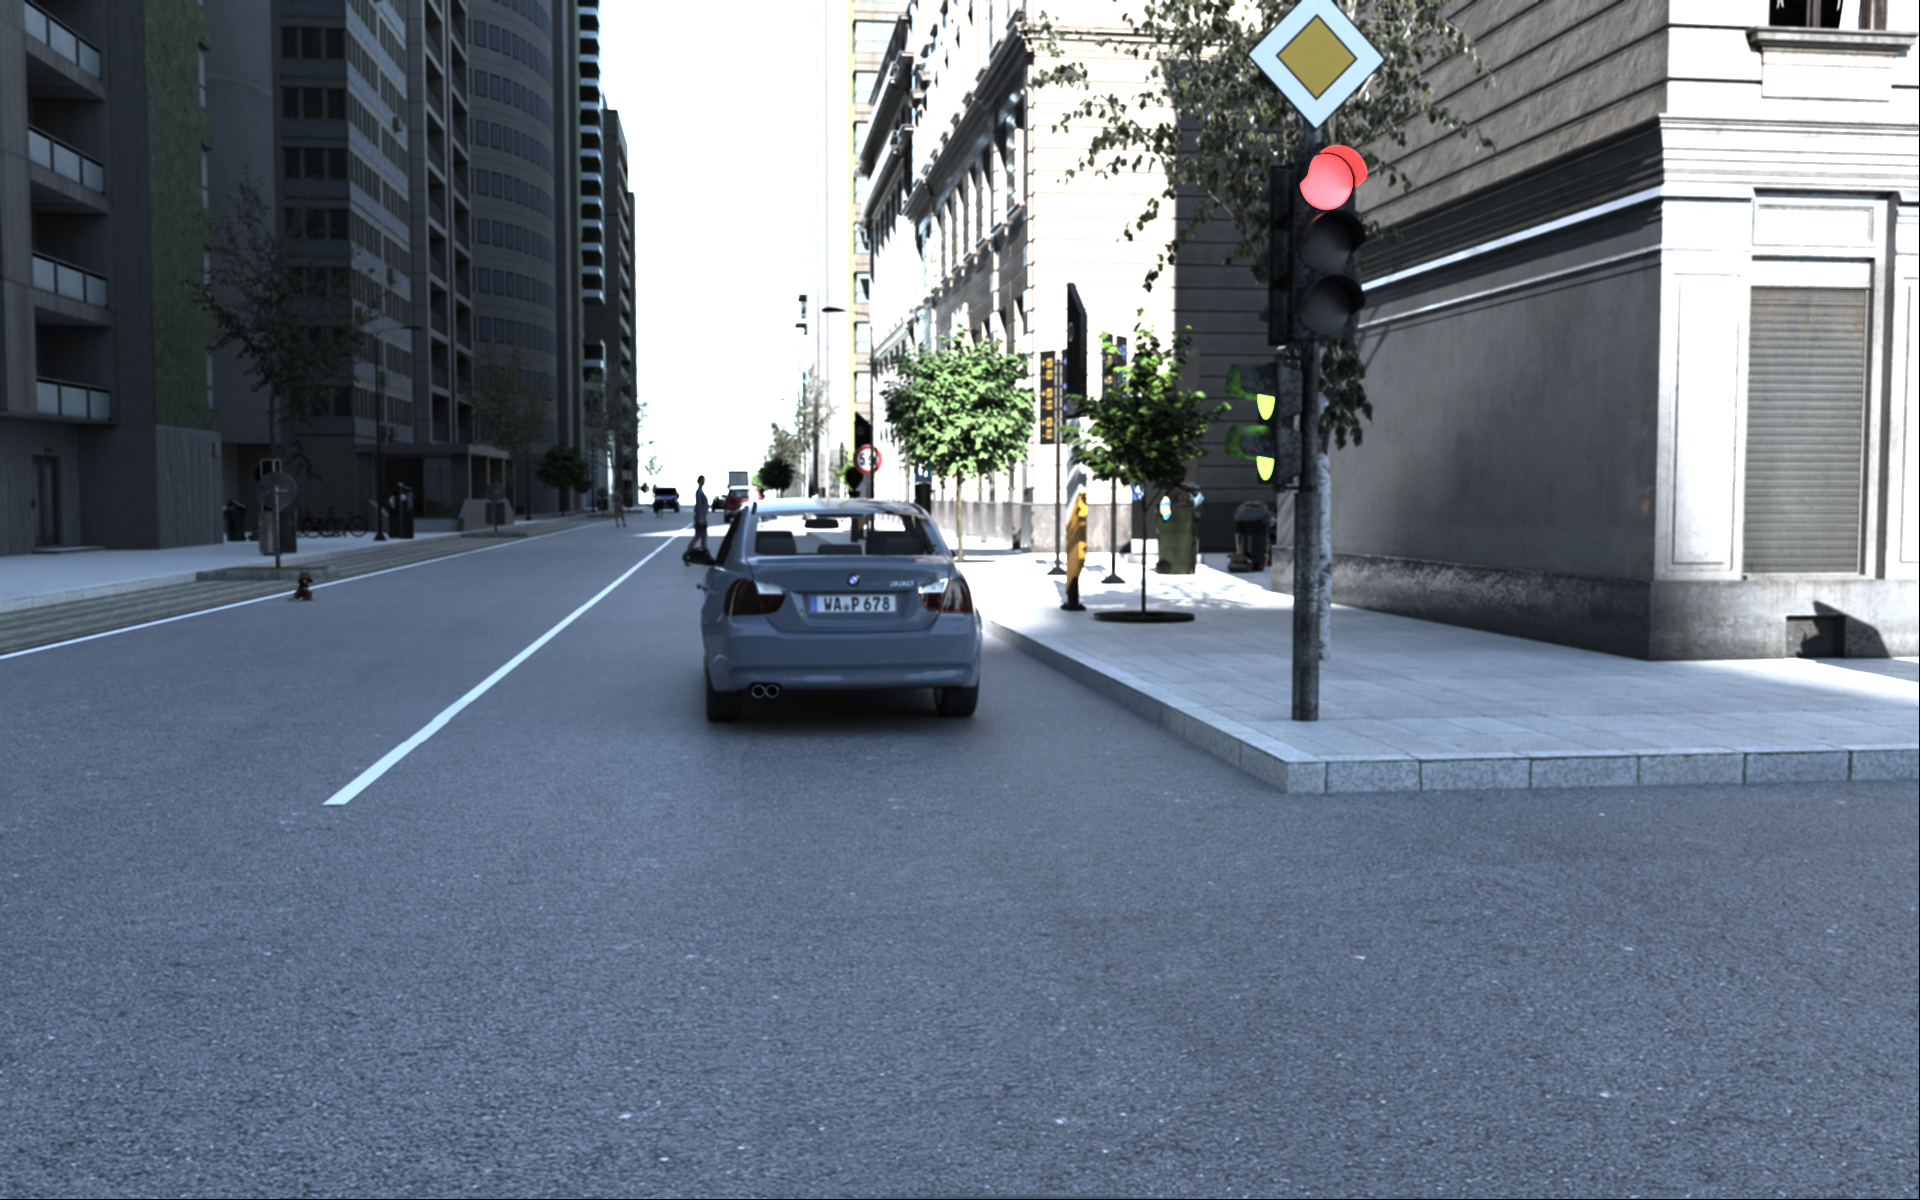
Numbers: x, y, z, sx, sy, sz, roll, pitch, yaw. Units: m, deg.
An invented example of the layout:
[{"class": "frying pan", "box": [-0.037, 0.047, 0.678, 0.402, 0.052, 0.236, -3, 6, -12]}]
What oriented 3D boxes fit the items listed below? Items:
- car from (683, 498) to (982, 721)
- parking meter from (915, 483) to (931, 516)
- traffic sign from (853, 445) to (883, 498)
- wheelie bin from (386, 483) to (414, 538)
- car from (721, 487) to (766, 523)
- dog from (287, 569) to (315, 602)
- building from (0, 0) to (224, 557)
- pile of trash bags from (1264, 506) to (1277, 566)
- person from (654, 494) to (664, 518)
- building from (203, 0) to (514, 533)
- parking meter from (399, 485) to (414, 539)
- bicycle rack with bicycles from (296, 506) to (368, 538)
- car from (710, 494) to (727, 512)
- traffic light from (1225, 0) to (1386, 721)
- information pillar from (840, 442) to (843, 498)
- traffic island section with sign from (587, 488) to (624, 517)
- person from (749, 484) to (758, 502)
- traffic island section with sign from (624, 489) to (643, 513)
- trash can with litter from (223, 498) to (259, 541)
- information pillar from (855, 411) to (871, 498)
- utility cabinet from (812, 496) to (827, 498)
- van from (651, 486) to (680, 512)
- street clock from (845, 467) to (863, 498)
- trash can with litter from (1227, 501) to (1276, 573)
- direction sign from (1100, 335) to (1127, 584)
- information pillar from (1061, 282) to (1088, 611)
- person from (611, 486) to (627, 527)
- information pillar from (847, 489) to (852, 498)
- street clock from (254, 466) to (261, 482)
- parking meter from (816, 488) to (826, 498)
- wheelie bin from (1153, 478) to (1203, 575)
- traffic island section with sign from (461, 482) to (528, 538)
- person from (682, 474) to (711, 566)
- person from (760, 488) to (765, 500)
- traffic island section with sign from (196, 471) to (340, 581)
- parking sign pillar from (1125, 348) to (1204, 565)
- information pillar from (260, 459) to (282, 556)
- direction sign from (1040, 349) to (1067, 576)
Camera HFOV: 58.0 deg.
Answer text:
[{"class": "car", "box": [-0.953, -0.019, 12.312, 2.014, 1.417, 4.499, -1, 4, -9]}, {"class": "parking meter", "box": [-0.839, -1.876, 39.079, 0.372, 1.533, 0.369, 0, 3, 0]}, {"class": "traffic sign", "box": [-2.387, -2.737, 44.861, 0.768, 2.556, 0.104, 0, 4, -4]}, {"class": "wheelie bin", "box": [-16.436, -2.628, 50.884, 0.693, 1.594, 0.980, 0, 4, -4]}, {"class": "car", "box": [-11.073, -4.897, 88.732, 2.281, 1.827, 5.304, 0, 4, -8]}, {"class": "dog", "box": [-8.971, -0.199, 23.454, 0.550, 0.427, 0.748, 1, 4, 20]}, {"class": "building", "box": [-25.176, -21.555, 36.025, 14.154, 41.232, 14.086, 0, 4, -8]}, {"class": "pile of trash bags", "box": [7.075, -1.267, 30.471, 3.447, 1.369, 1.912, 0, 4, 7]}, {"class": "person", "box": [-18.298, -5.707, 105.006, 0.799, 1.438, 0.628, 1, 4, 18]}, {"class": "building", "box": [-33.681, -22.647, 62.154, 32.217, 40.220, 23.993, 0, 4, -8]}, {"class": "parking meter", "box": [-15.897, -2.528, 49.744, 0.372, 1.533, 0.369, 0, 3, 0]}, {"class": "bicycle rack with bicycles", "box": [-19.152, -2.333, 51.520, 2.925, 0.926, 2.852, -2, 4, -25]}, {"class": "car", "box": [-19.122, -7.921, 139.299, 2.009, 1.686, 4.222, -1, 4, -9]}, {"class": "traffic light", "box": [1.942, -1.272, 9.726, 0.839, 4.253, 0.868, 0, 4, -8]}, {"class": "information pillar", "box": [-5.321, -5.290, 77.841, 0.183, 3.616, 0.504, -1, 4, -10]}, {"class": "traffic island section with sign", "box": [-22.015, -6.022, 107.087, 1.989, 1.847, 2.006, 0, 4, -8]}, {"class": "person", "box": [-8.699, -3.968, 73.244, 0.748, 1.841, 0.638, 3, 5, 40]}, {"class": "traffic island section with sign", "box": [-25.629, -7.688, 134.321, 1.989, 1.847, 2.006, 0, 4, -8]}, {"class": "trash can with litter", "box": [-19.511, -2.190, 47.200, 1.055, 1.170, 0.624, -3, 5, -40]}, {"class": "information pillar", "box": [-2.746, -3.523, 48.959, 0.504, 3.616, 0.183, -1, 4, -16]}, {"class": "utility cabinet", "box": [-5.558, -3.508, 68.511, 0.306, 1.237, 1.020, 1, 4, 13]}, {"class": "van", "box": [-23.218, -8.113, 137.034, 2.240, 2.365, 5.245, 0, 4, -7]}, {"class": "street clock", "box": [-2.820, -2.549, 46.240, 0.471, 2.002, 0.358, -1, 4, -9]}, {"class": "trash can with litter", "box": [4.792, -1.053, 28.601, 0.624, 1.170, 1.055, 2, 4, 24]}, {"class": "direction sign", "box": [2.199, -2.002, 24.723, 0.379, 3.537, 0.876, 2, 4, 27]}, {"class": "information pillar", "box": [1.274, -1.691, 19.003, 0.183, 3.616, 0.504, -1, 4, -14]}, {"class": "person", "box": [-14.737, -4.037, 74.842, 0.599, 1.781, 0.374, 1, 4, 15]}, {"class": "information pillar", "box": [-4.027, -3.698, 64.954, 0.304, 2.012, 0.304, 3, 5, 41]}, {"class": "street clock", "box": [-17.477, -2.386, 43.587, 0.471, 2.002, 0.358, 0, 4, -2]}, {"class": "parking meter", "box": [-5.412, -3.603, 67.313, 0.372, 1.533, 0.369, 0, 3, 0]}, {"class": "wheelie bin", "box": [3.501, -1.210, 27.687, 0.693, 1.594, 0.980, 1, 4, 20]}, {"class": "traffic island section with sign", "box": [-15.400, -2.985, 57.431, 1.989, 1.847, 2.006, 0, 4, -8]}, {"class": "person", "box": [-5.222, -1.596, 34.610, 0.654, 1.822, 0.581, 1, 4, 14]}, {"class": "person", "box": [-12.066, -5.975, 106.131, 0.705, 1.831, 1.348, 0, 4, -1]}, {"class": "traffic island section with sign", "box": [-11.679, -1.272, 29.419, 1.989, 1.847, 2.006, 0, 4, -8]}, {"class": "parking sign pillar", "box": [3.768, -2.647, 31.756, 1.447, 3.967, 1.447, -3, 4, -36]}, {"class": "information pillar", "box": [-14.408, -1.942, 36.248, 0.304, 2.012, 0.304, 0, 4, 5]}, {"class": "direction sign", "box": [1.545, -2.157, 27.260, 0.379, 3.537, 0.876, -3, 4, -37]}]
